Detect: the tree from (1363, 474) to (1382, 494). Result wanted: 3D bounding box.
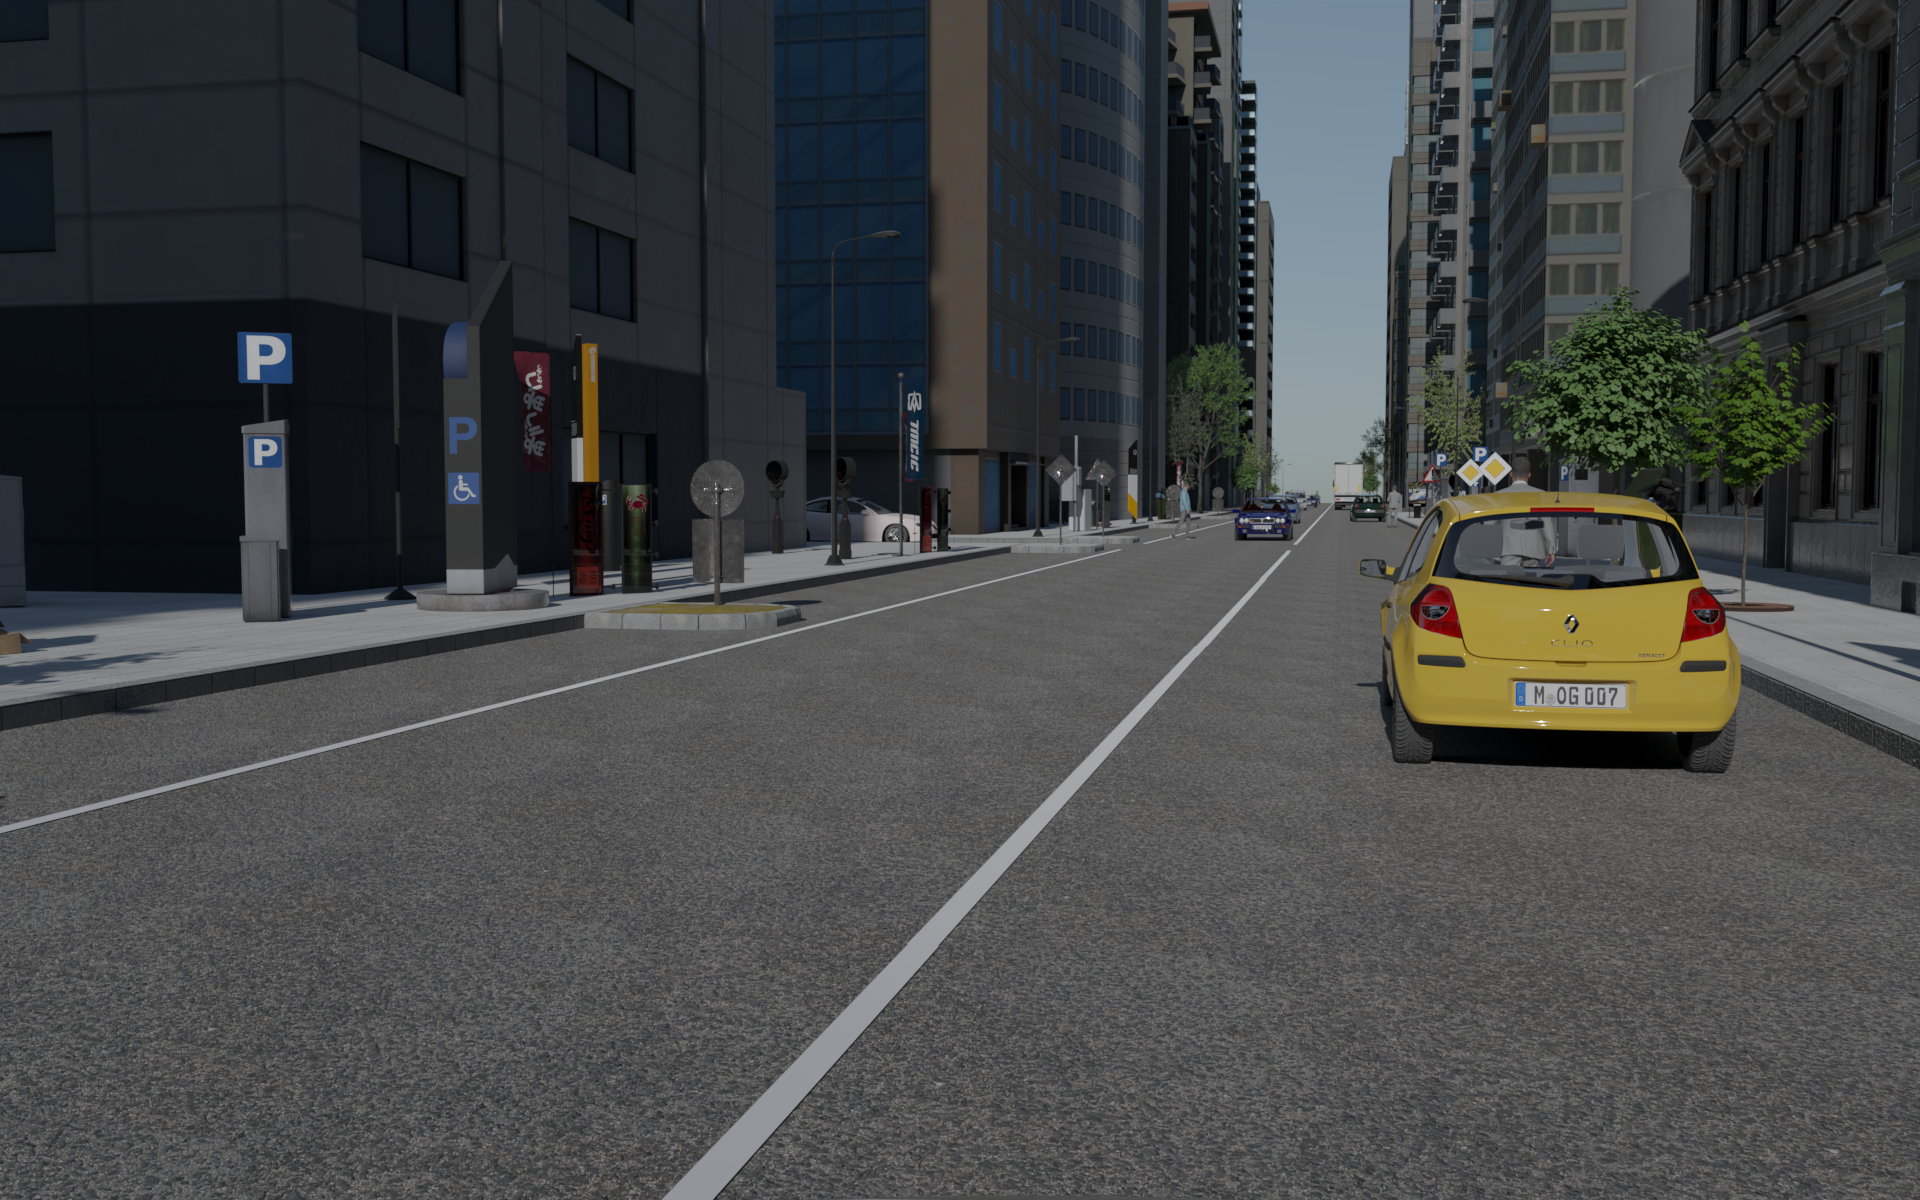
[{"bbox_3d":[61.063,-16.745,257.500,4.285,4.588,4.351,0,3,0],"label":"tree"}]

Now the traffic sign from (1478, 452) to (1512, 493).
[{"bbox_3d":[12.730,-2.301,41.265,0.795,2.450,0.064,1,4,12],"label":"traffic sign"}]

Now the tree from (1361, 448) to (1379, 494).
[{"bbox_3d":[63.996,-19.657,271.748,4.737,8.622,4.395,0,3,0],"label":"tree"}]

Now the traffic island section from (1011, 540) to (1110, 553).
[{"bbox_3d":[2.510,-1.303,43.592,2.009,0.180,2.903,1,4,12],"label":"traffic island section"}]

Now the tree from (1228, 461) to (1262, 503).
[{"bbox_3d":[27.935,-11.371,169.636,4.285,4.588,4.351,0,3,0],"label":"tree"}]

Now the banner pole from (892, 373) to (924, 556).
[{"bbox_3d":[-1.047,-2.790,35.641,0.863,3.779,0.401,3,5,42],"label":"banner pole"}]

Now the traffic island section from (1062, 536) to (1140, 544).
[{"bbox_3d":[4.229,-1.780,51.390,2.009,0.180,2.903,1,4,12],"label":"traffic island section"}]

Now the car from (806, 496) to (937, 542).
[{"bbox_3d":[-2.950,-2.155,47.600,4.827,1.381,2.083,1,4,12],"label":"car"}]

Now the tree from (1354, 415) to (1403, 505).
[{"bbox_3d":[50.025,-16.539,204.825,7.601,10.594,8.767,-1,4,-16],"label":"tree"}]

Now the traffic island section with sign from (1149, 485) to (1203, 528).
[{"bbox_3d":[9.093,-3.962,73.413,1.989,1.847,2.006,1,4,12],"label":"traffic island section with sign"}]

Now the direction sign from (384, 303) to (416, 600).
[{"bbox_3d":[-6.820,-1.774,21.001,0.379,3.537,0.876,-1,4,-20],"label":"direction sign"}]

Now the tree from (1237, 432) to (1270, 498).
[{"bbox_3d":[33.555,-15.212,199.078,4.737,8.622,4.395,0,3,0],"label":"tree"}]

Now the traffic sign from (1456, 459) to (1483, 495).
[{"bbox_3d":[14.449,-2.778,49.063,0.795,2.450,0.064,1,4,12],"label":"traffic sign"}]

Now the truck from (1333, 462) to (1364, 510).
[{"bbox_3d":[35.209,-10.283,157.042,2.839,4.237,11.283,1,4,12],"label":"truck"}]

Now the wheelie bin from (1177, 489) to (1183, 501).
[{"bbox_3d":[12.729,-5.616,99.725,0.693,1.594,0.980,2,4,31],"label":"wheelie bin"}]

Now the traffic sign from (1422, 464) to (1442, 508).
[{"bbox_3d":[20.645,-4.631,75.724,0.884,2.594,0.081,1,4,18],"label":"traffic sign"}]

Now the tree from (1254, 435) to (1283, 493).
[{"bbox_3d":[37.501,-15.993,211.842,4.360,8.622,3.978,0,3,0],"label":"tree"}]

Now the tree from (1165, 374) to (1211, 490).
[{"bbox_3d":[13.427,-9.482,105.385,4.360,8.622,3.978,0,3,0],"label":"tree"}]

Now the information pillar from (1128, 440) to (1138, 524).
[{"bbox_3d":[7.420,-5.072,74.280,0.504,3.616,0.183,-3,4,-39],"label":"information pillar"}]

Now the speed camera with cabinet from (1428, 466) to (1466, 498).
[{"bbox_3d":[25.566,-5.908,90.933,0.660,3.252,2.038,-2,4,-34],"label":"speed camera with cabinet"}]

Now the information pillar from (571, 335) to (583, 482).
[{"bbox_3d":[-5.683,-2.104,25.748,0.183,3.616,0.504,-1,4,-22],"label":"information pillar"}]

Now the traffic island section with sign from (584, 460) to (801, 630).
[{"bbox_3d":[-2.856,-0.649,19.238,1.989,1.847,2.006,1,4,12],"label":"traffic island section with sign"}]

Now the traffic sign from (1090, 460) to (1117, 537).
[{"bbox_3d":[4.254,-2.916,51.323,0.795,2.450,0.064,1,4,12],"label":"traffic sign"}]

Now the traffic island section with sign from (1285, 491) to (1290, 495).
[{"bbox_3d":[49.286,-15.119,255.826,1.989,1.847,2.006,1,4,12],"label":"traffic island section with sign"}]

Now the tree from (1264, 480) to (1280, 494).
[{"bbox_3d":[41.494,-14.520,232.006,1.663,3.219,1.824,0,3,0],"label":"tree"}]

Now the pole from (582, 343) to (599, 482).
[{"bbox_3d":[-5.027,-1.821,23.612,0.158,3.312,0.155,0,3,0],"label":"pole"}]

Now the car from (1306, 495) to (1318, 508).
[{"bbox_3d":[36.770,-10.400,182.612,1.945,1.354,3.894,1,4,12],"label":"car"}]

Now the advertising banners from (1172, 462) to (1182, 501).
[{"bbox_3d":[11.288,-5.904,92.725,0.090,3.025,2.074,3,5,42],"label":"advertising banners"}]

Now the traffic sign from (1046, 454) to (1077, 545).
[{"bbox_3d":[2.535,-2.439,43.525,0.795,2.450,0.064,1,4,12],"label":"traffic sign"}]

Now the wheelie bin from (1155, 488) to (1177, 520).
[{"bbox_3d":[10.195,-4.822,86.744,0.693,1.594,0.980,2,4,32],"label":"wheelie bin"}]

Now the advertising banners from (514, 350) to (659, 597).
[{"bbox_3d":[-4.682,-1.564,21.765,2.074,3.025,0.090,-3,5,-45],"label":"advertising banners"}]

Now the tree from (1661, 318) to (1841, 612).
[{"bbox_3d":[8.631,-1.511,19.307,1.663,3.219,1.824,0,3,0],"label":"tree"}]

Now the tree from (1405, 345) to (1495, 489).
[{"bbox_3d":[24.475,-8.328,86.524,4.737,8.622,4.395,0,3,0],"label":"tree"}]

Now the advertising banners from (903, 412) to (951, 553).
[{"bbox_3d":[-0.732,-2.545,37.804,0.090,3.025,2.074,2,4,29],"label":"advertising banners"}]

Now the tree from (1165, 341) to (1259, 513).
[{"bbox_3d":[16.503,-11.767,118.149,9.928,11.665,9.643,0,3,0],"label":"tree"}]

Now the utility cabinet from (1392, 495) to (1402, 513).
[{"bbox_3d":[30.320,-6.664,120.124,0.306,1.237,1.020,3,4,38],"label":"utility cabinet"}]

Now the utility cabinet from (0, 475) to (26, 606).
[{"bbox_3d":[-10.959,-0.692,19.985,0.318,1.500,1.173,-2,4,-29],"label":"utility cabinet"}]

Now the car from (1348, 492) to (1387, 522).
[{"bbox_3d":[21.244,-4.919,90.207,2.009,1.686,4.222,1,4,10],"label":"car"}]

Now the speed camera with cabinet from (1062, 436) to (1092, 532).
[{"bbox_3d":[3.989,-3.982,59.445,0.660,3.252,2.038,1,4,19],"label":"speed camera with cabinet"}]

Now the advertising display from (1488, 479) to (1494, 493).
[{"bbox_3d":[20.783,-3.822,67.703,0.123,1.923,0.974,0,4,5],"label":"advertising display"}]

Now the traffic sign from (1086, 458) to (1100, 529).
[{"bbox_3d":[5.011,-3.867,63.233,0.884,2.594,0.081,1,4,13],"label":"traffic sign"}]

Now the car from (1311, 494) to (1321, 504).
[{"bbox_3d":[53.967,-15.383,263.506,2.014,1.417,4.499,1,4,12],"label":"car"}]

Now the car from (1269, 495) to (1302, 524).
[{"bbox_3d":[15.663,-4.427,84.388,2.014,1.417,4.499,1,4,14],"label":"car"}]

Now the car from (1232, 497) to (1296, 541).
[{"bbox_3d":[9.551,-2.552,54.311,1.945,1.354,3.894,1,4,12],"label":"car"}]

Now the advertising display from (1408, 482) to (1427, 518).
[{"bbox_3d":[24.171,-5.277,91.496,0.974,1.923,0.123,2,4,33],"label":"advertising display"}]

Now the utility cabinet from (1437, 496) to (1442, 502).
[{"bbox_3d":[22.179,-4.200,79.833,0.306,1.237,1.020,0,4,7],"label":"utility cabinet"}]

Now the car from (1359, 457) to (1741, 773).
[{"bbox_3d":[3.440,-0.013,10.441,2.015,1.641,3.980,1,4,12],"label":"car"}]

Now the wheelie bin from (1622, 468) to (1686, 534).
[{"bbox_3d":[8.538,-0.828,21.451,0.693,1.594,0.980,0,4,-4],"label":"wheelie bin"}]

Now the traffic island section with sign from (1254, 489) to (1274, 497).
[{"bbox_3d":[25.534,-8.525,148.015,1.989,1.847,2.006,1,4,12],"label":"traffic island section with sign"}]

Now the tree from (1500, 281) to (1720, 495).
[{"bbox_3d":[10.229,-2.630,26.717,4.285,4.588,4.351,0,3,0],"label":"tree"}]

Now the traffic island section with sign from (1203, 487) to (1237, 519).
[{"bbox_3d":[14.970,-5.594,100.085,1.989,1.847,2.006,1,4,12],"label":"traffic island section with sign"}]
